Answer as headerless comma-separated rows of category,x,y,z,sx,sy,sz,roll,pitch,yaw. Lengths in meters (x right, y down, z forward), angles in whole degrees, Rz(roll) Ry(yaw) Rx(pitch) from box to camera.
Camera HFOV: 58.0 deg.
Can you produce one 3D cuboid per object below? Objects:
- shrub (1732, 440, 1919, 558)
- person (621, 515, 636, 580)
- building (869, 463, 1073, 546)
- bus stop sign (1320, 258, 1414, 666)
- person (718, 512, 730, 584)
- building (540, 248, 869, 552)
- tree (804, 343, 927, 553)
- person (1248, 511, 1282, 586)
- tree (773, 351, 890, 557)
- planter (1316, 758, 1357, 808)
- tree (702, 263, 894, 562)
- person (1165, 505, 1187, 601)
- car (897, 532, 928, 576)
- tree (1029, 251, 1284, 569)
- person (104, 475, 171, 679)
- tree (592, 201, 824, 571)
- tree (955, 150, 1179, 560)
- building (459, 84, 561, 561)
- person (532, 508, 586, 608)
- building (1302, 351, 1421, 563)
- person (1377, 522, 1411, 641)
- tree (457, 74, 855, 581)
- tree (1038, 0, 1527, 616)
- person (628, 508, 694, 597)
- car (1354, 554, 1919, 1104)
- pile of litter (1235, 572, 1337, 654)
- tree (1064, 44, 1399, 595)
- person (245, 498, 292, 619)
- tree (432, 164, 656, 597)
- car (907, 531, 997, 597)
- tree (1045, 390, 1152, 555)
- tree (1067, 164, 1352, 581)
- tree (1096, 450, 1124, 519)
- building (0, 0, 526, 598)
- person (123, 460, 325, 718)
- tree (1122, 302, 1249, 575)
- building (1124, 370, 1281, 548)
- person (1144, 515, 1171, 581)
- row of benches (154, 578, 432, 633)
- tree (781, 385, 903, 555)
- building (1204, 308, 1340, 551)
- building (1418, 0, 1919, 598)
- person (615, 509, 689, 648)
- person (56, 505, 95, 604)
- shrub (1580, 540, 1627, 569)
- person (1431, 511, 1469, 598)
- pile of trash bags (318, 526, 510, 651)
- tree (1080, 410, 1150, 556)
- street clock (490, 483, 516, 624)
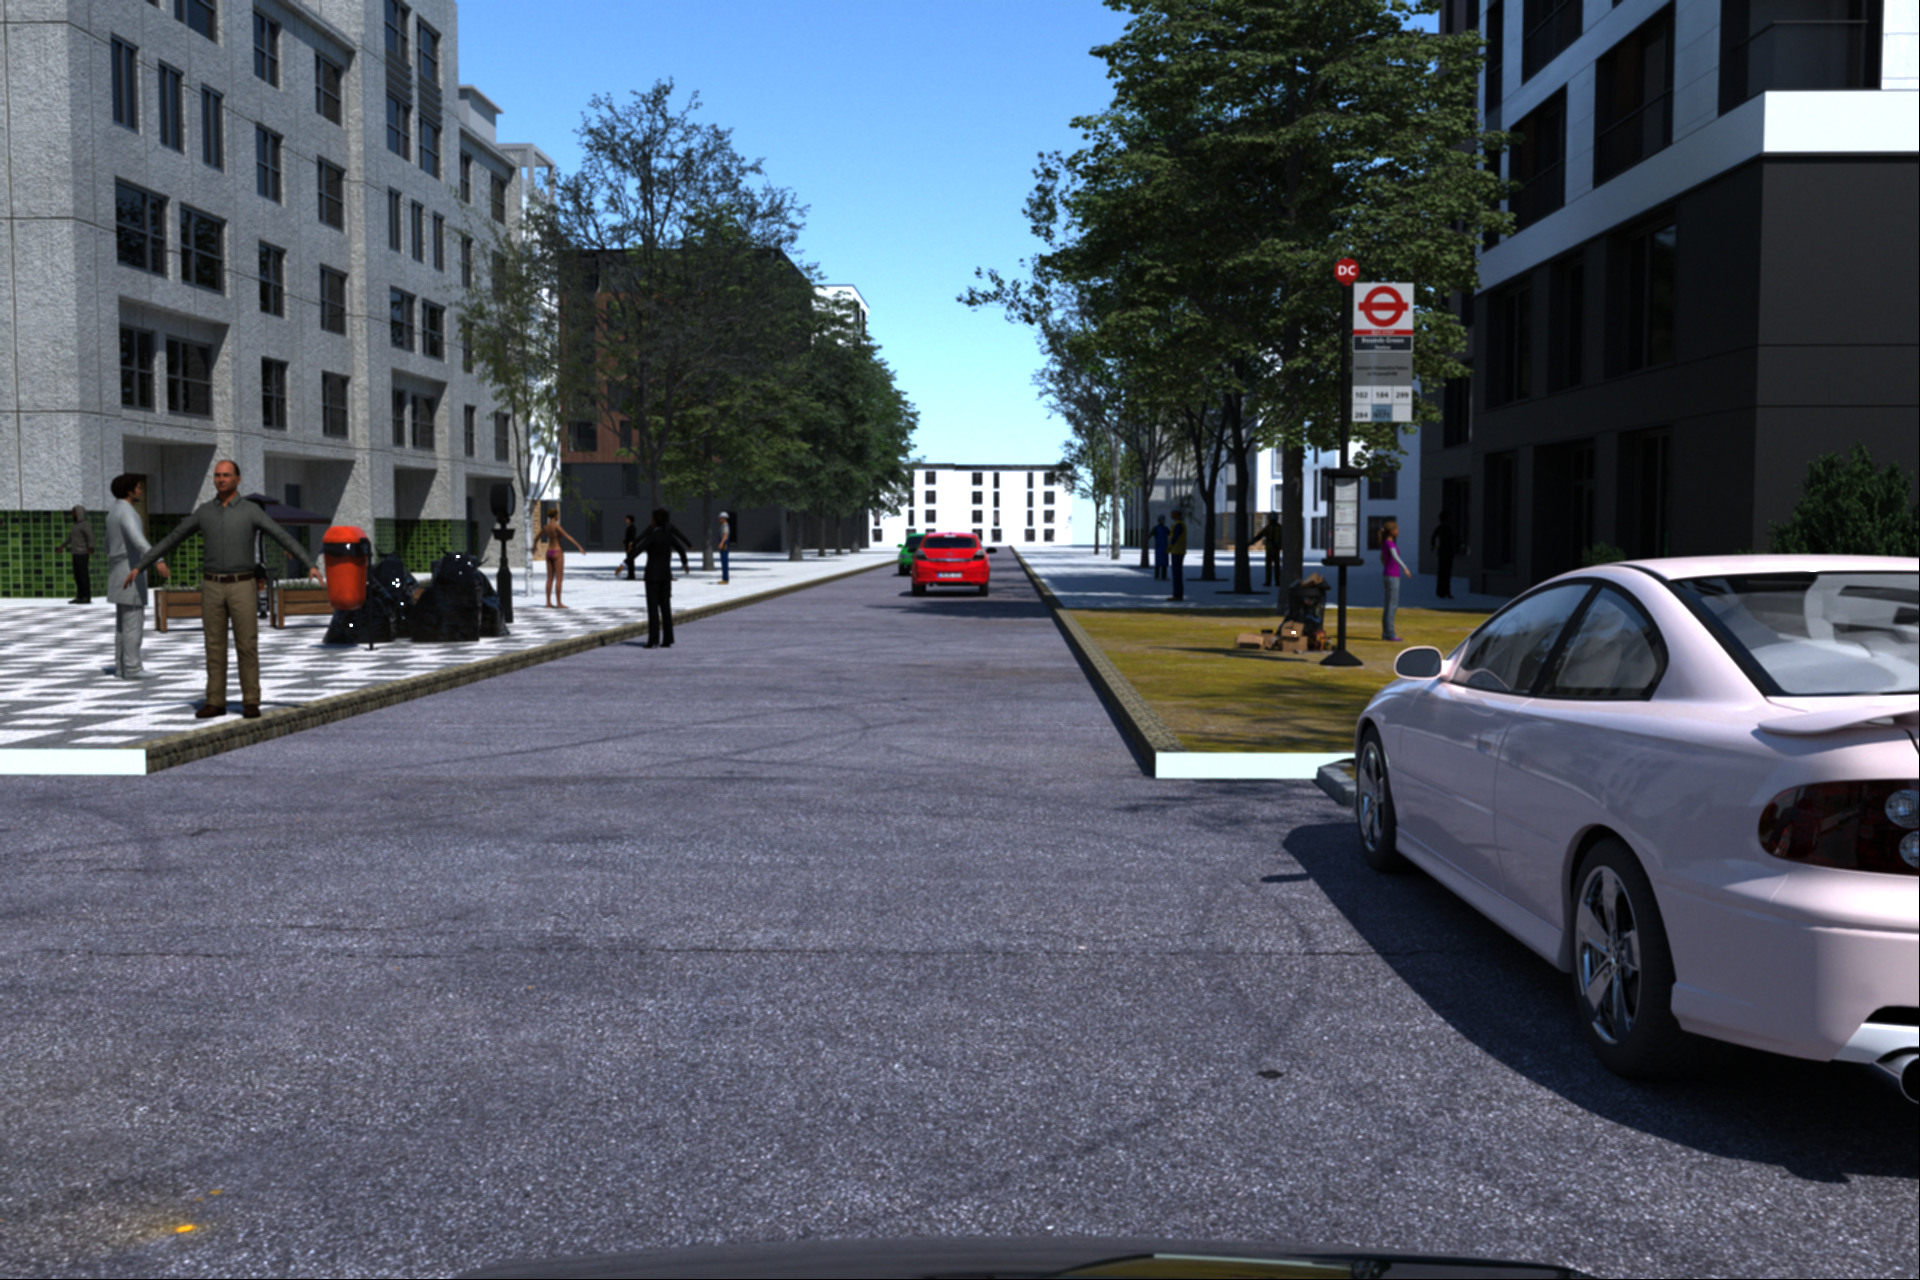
shrub,7.464,-0.642,14.546,1.661,2.075,1.752,0,3,0
person,-9.171,-2.560,48.035,0.705,1.806,1.347,-1,4,-21
building,-0.621,-16.003,206.252,28.070,9.664,9.099,0,4,1
bus stop sign,3.957,-1.722,16.852,0.855,3.939,0.416,0,4,1
person,-6.083,-2.362,44.478,0.705,1.847,1.347,-1,4,-8
building,-22.739,-18.136,140.497,27.936,21.610,32.646,0,4,2
tree,-7.084,-12.723,114.683,9.857,13.997,8.962,0,3,0
person,7.701,-2.256,42.651,1.354,1.858,0.705,-1,4,-14
tree,-7.758,-10.417,96.071,9.928,11.665,9.643,0,3,0
planter,3.032,0.708,9.559,1.991,0.319,1.994,0,4,2
tree,-7.715,-10.611,80.144,9.857,13.997,8.962,0,3,0
person,4.135,-1.667,33.219,0.705,1.833,1.349,1,4,14
car,-1.184,-3.165,60.551,1.959,1.807,4.718,0,4,1
tree,7.035,-9.426,64.486,12.009,13.543,11.850,0,3,0
person,-7.370,-0.565,15.419,0.705,1.806,1.347,-3,5,-42
tree,-8.521,-8.619,59.052,7.486,12.596,7.792,0,3,0
tree,6.620,-14.121,86.767,12.611,20.169,13.585,0,3,0
building,-25.435,-13.338,74.494,16.016,20.090,11.380,0,4,1
person,-6.971,-1.419,30.004,1.217,1.733,0.721,2,4,31
building,20.930,-8.186,75.996,9.099,9.664,28.070,0,4,2
person,5.238,-0.706,20.809,0.599,1.433,0.991,0,4,-1
tree,-8.391,-8.368,47.182,12.009,13.543,11.850,0,3,0
tree,5.138,-6.686,27.439,7.486,12.596,7.792,0,3,0
person,-6.049,-1.766,35.104,1.346,1.802,0.704,-1,4,-15
car,2.651,0.394,5.917,2.083,1.381,4.827,0,4,1
pile of litter,3.671,-0.329,19.342,1.176,0.858,1.719,0,4,1
tree,5.942,-6.797,36.880,9.928,11.665,9.643,0,3,0
person,-10.689,-1.226,26.189,1.345,1.843,0.704,1,4,9
tree,-8.972,-5.191,35.234,4.360,8.622,3.978,0,3,0
car,-0.197,-1.965,41.166,2.155,1.783,4.494,0,4,1
tree,8.793,-10.592,107.599,7.601,10.594,8.767,-2,4,-34
tree,6.735,-7.419,47.064,9.928,11.665,9.643,0,3,0
tree,19.289,-16.864,201.481,9.928,11.665,9.643,0,3,0
building,-25.368,-11.229,50.060,16.747,18.905,31.486,0,4,2
person,-5.122,-0.358,12.123,1.348,1.796,0.705,0,4,-6
tree,6.703,-6.360,54.356,4.360,8.622,3.978,0,3,0
building,25.618,-18.624,170.959,16.747,18.905,31.486,0,4,2
person,5.562,-2.539,47.645,1.347,1.817,0.704,-2,4,-31
row of benches,-8.780,-0.509,23.785,4.104,0.672,1.422,-2,4,-31
tree,-7.316,-10.974,105.175,9.928,11.665,9.643,0,3,0
building,25.482,-17.575,143.765,16.016,20.090,11.380,0,4,1
building,25.027,-11.927,38.982,27.936,21.610,32.646,0,4,1
person,-3.850,-0.773,21.825,0.721,1.740,1.216,3,4,37
person,-16.192,-1.572,31.828,1.348,1.813,0.705,3,4,39
shrub,8.445,-0.712,22.756,1.383,1.207,1.383,0,3,0
person,9.763,-1.707,34.626,0.721,1.740,1.216,-1,4,-18
pile of trash bags,-6.659,-0.658,20.507,1.912,1.369,3.447,0,4,3
tree,8.672,-9.098,99.122,4.737,8.622,4.395,0,3,0
street clock,-6.538,-1.239,24.822,0.358,2.002,0.471,0,4,3
